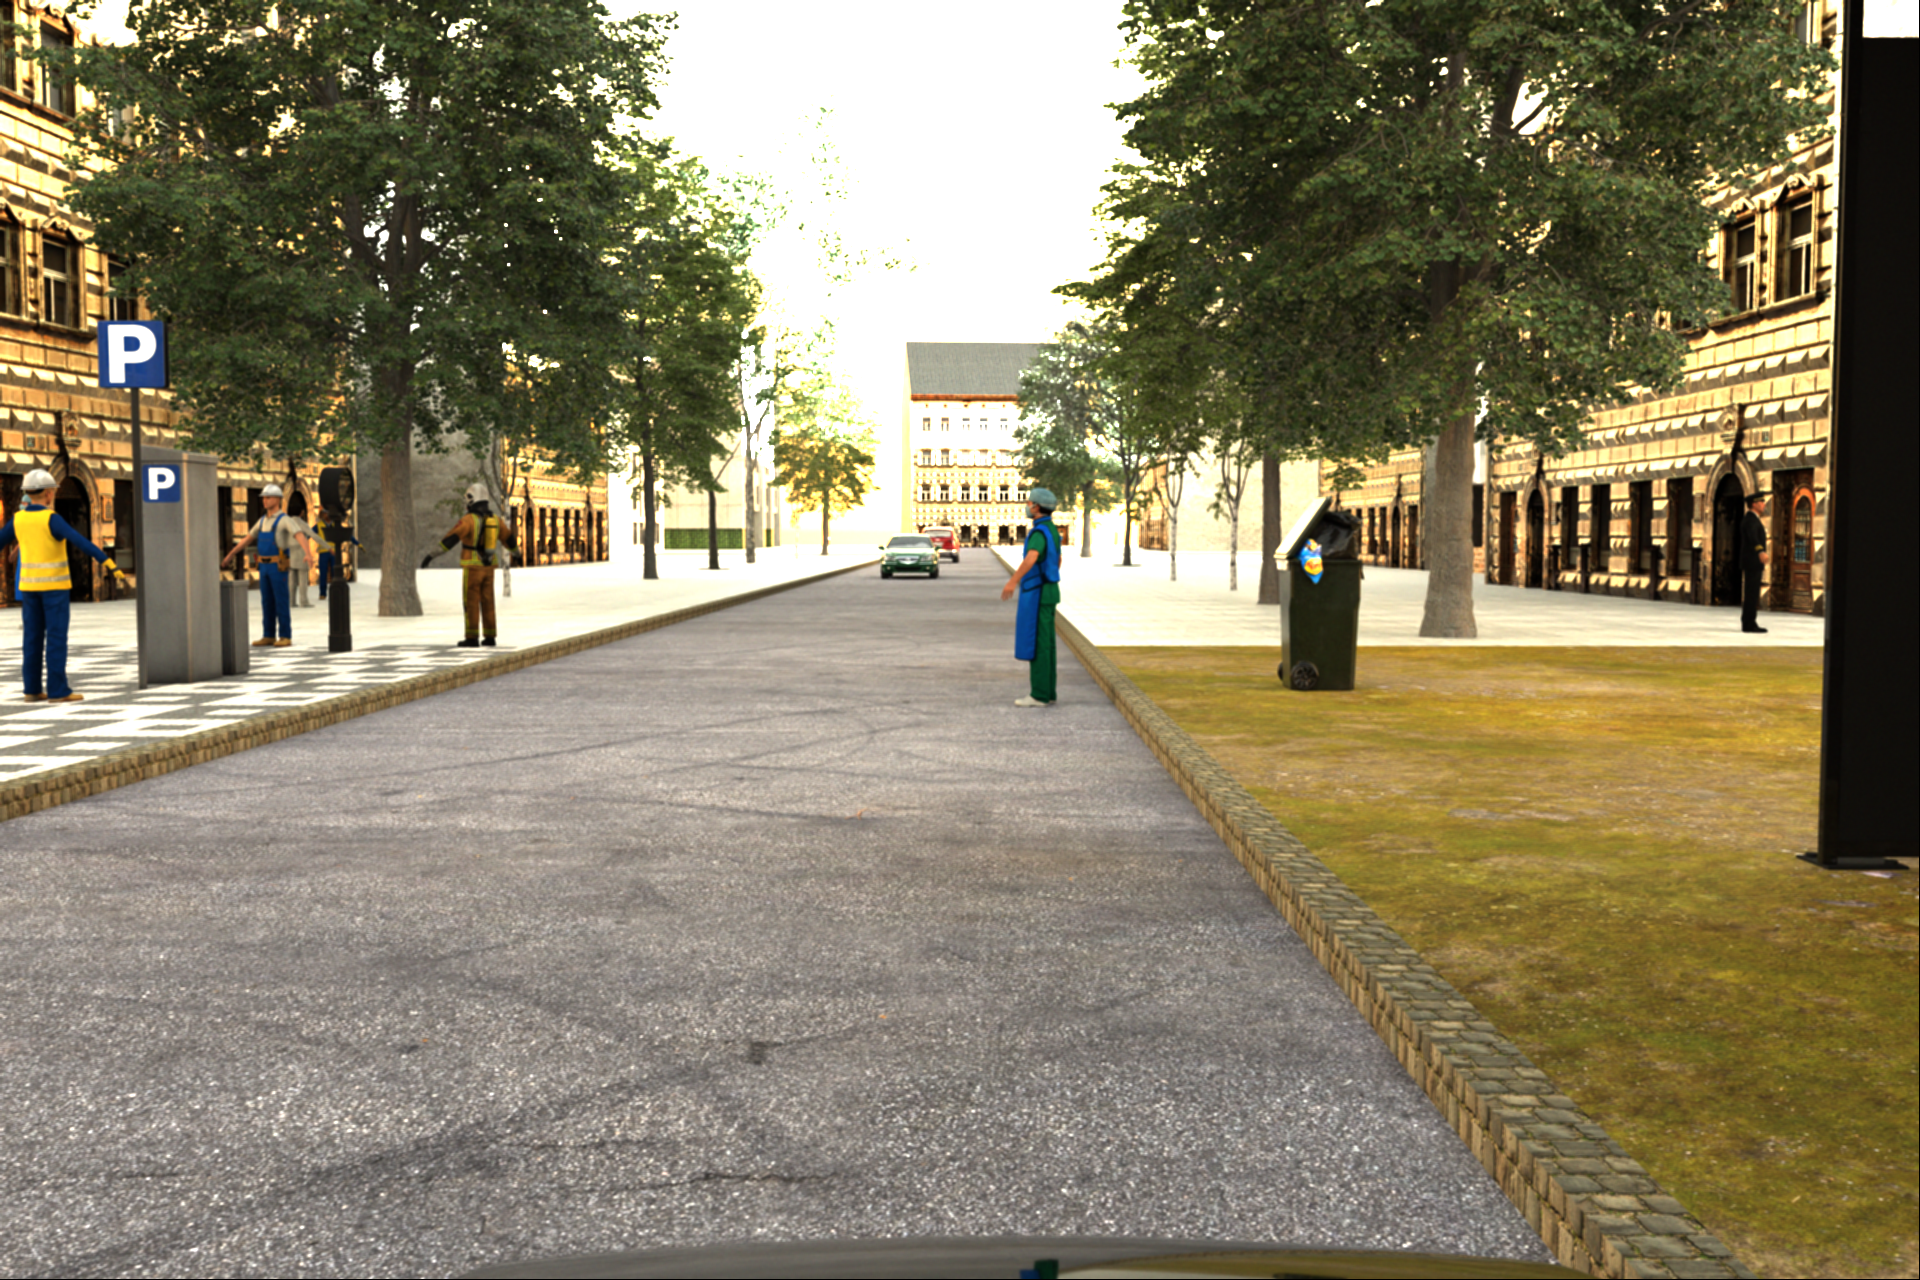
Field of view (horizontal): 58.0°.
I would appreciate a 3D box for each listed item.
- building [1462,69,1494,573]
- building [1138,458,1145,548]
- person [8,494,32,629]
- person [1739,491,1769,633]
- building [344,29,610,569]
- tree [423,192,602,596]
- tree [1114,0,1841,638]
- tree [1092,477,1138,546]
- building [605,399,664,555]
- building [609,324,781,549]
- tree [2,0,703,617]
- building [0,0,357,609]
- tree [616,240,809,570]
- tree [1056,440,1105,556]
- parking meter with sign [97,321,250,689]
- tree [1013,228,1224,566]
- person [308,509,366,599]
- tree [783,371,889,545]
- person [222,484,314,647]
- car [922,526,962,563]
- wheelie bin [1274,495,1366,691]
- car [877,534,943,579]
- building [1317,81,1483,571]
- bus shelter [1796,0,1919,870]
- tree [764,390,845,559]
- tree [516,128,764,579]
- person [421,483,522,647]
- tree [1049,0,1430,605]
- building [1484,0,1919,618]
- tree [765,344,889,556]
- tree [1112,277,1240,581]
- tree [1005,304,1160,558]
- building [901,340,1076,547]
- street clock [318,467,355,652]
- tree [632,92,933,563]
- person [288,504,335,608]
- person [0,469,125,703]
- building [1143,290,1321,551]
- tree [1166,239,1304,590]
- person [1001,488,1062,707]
[{"bbox_3d":[21.908,-12.300,57.523,16.016,20.090,11.380,0,4,0],"label":"building"},{"bbox_3d":[26.069,-19.798,154.633,19.493,23.208,18.063,0,4,1],"label":"building"},{"bbox_3d":[-12.452,-1.044,23.199,0.704,1.817,1.347,-3,5,-41],"label":"person"},{"bbox_3d":[10.398,-1.022,22.642,0.705,1.837,1.347,1,4,21],"label":"person"},{"bbox_3d":[-25.971,-14.768,72.388,19.493,23.208,18.063,0,4,1],"label":"building"},{"bbox_3d":[-9.356,-5.191,35.228,4.360,8.622,3.978,0,3,0],"label":"tree"},{"bbox_3d":[6.098,-7.016,21.367,9.857,13.997,8.962,0,3,0],"label":"tree"},{"bbox_3d":[17.649,-15.779,192.395,7.601,10.594,8.767,0,4,3],"label":"tree"},{"bbox_3d":[-25.214,-10.964,121.403,9.099,9.664,28.070,0,4,0],"label":"building"},{"bbox_3d":[-26.682,-18.021,161.107,16.747,18.905,31.486,0,3,0],"label":"building"},{"bbox_3d":[-8.875,-7.341,26.687,9.857,13.997,8.962,0,3,0],"label":"tree"},{"bbox_3d":[-25.413,-12.570,36.455,19.493,23.208,18.063,0,4,1],"label":"building"},{"bbox_3d":[-9.043,-8.352,62.309,9.928,11.665,9.643,0,3,0],"label":"tree"},{"bbox_3d":[6.852,-9.331,102.927,4.737,8.622,4.395,0,3,0],"label":"tree"},{"bbox_3d":[-6.759,-1.150,15.066,0.543,3.016,1.738,0,3,0],"label":"parking meter with sign"},{"bbox_3d":[6.833,-9.710,69.135,12.009,13.543,11.850,0,3,0],"label":"tree"},{"bbox_3d":[-12.404,-1.717,34.047,1.349,1.833,0.705,-2,4,-28],"label":"person"},{"bbox_3d":[-14.088,-20.877,197.224,12.611,20.169,13.585,0,3,0],"label":"tree"},{"bbox_3d":[-7.863,-0.853,19.804,1.347,1.847,0.705,2,4,24],"label":"person"},{"bbox_3d":[-1.063,-4.835,87.720,2.281,1.827,5.304,0,4,1],"label":"car"},{"bbox_3d":[2.999,-0.399,14.426,0.693,1.594,0.980,0,4,1],"label":"wheelie bin"},{"bbox_3d":[-1.630,-2.777,57.199,2.131,1.459,4.920,0,4,0],"label":"car"},{"bbox_3d":[25.511,-14.574,69.216,19.493,23.208,18.063,0,4,0],"label":"building"},{"bbox_3d":[3.842,-0.752,3.585,1.731,3.624,6.357,0,4,-1],"label":"bus shelter"},{"bbox_3d":[-8.588,-8.455,88.606,4.360,8.622,3.978,0,3,0],"label":"tree"},{"bbox_3d":[-9.101,-8.004,48.985,7.486,12.596,7.792,0,3,0],"label":"tree"},{"bbox_3d":[-5.499,-0.854,19.727,0.705,1.858,1.354,3,4,38],"label":"person"},{"bbox_3d":[5.476,-6.950,31.753,7.486,12.596,7.792,0,3,0],"label":"tree"},{"bbox_3d":[22.587,-12.451,34.495,19.493,23.208,18.063,0,4,1],"label":"building"},{"bbox_3d":[-8.019,-11.338,103.496,7.486,12.596,7.792,0,3,0],"label":"tree"},{"bbox_3d":[5.938,-5.963,47.855,4.737,8.622,4.395,0,3,0],"label":"tree"},{"bbox_3d":[6.802,-11.445,93.775,9.857,13.997,8.962,0,3,0],"label":"tree"},{"bbox_3d":[2.821,-22.203,196.399,18.063,23.208,19.493,0,4,-5],"label":"building"},{"bbox_3d":[-6.751,-0.871,18.810,0.358,2.002,0.471,0,4,1],"label":"street clock"},{"bbox_3d":[-8.055,-13.362,74.363,12.611,20.169,13.585,0,3,0],"label":"tree"},{"bbox_3d":[-11.570,-1.476,30.319,1.347,1.806,0.705,1,4,16],"label":"person"},{"bbox_3d":[-6.974,-0.418,13.296,1.216,1.772,0.721,1,4,12],"label":"person"},{"bbox_3d":[24.632,-18.660,136.022,19.493,23.208,18.063,0,4,1],"label":"building"},{"bbox_3d":[6.063,-5.447,39.422,4.360,8.622,3.978,0,3,0],"label":"tree"},{"bbox_3d":[0.645,-0.361,14.486,0.704,1.817,1.347,1,4,18],"label":"person"}]
